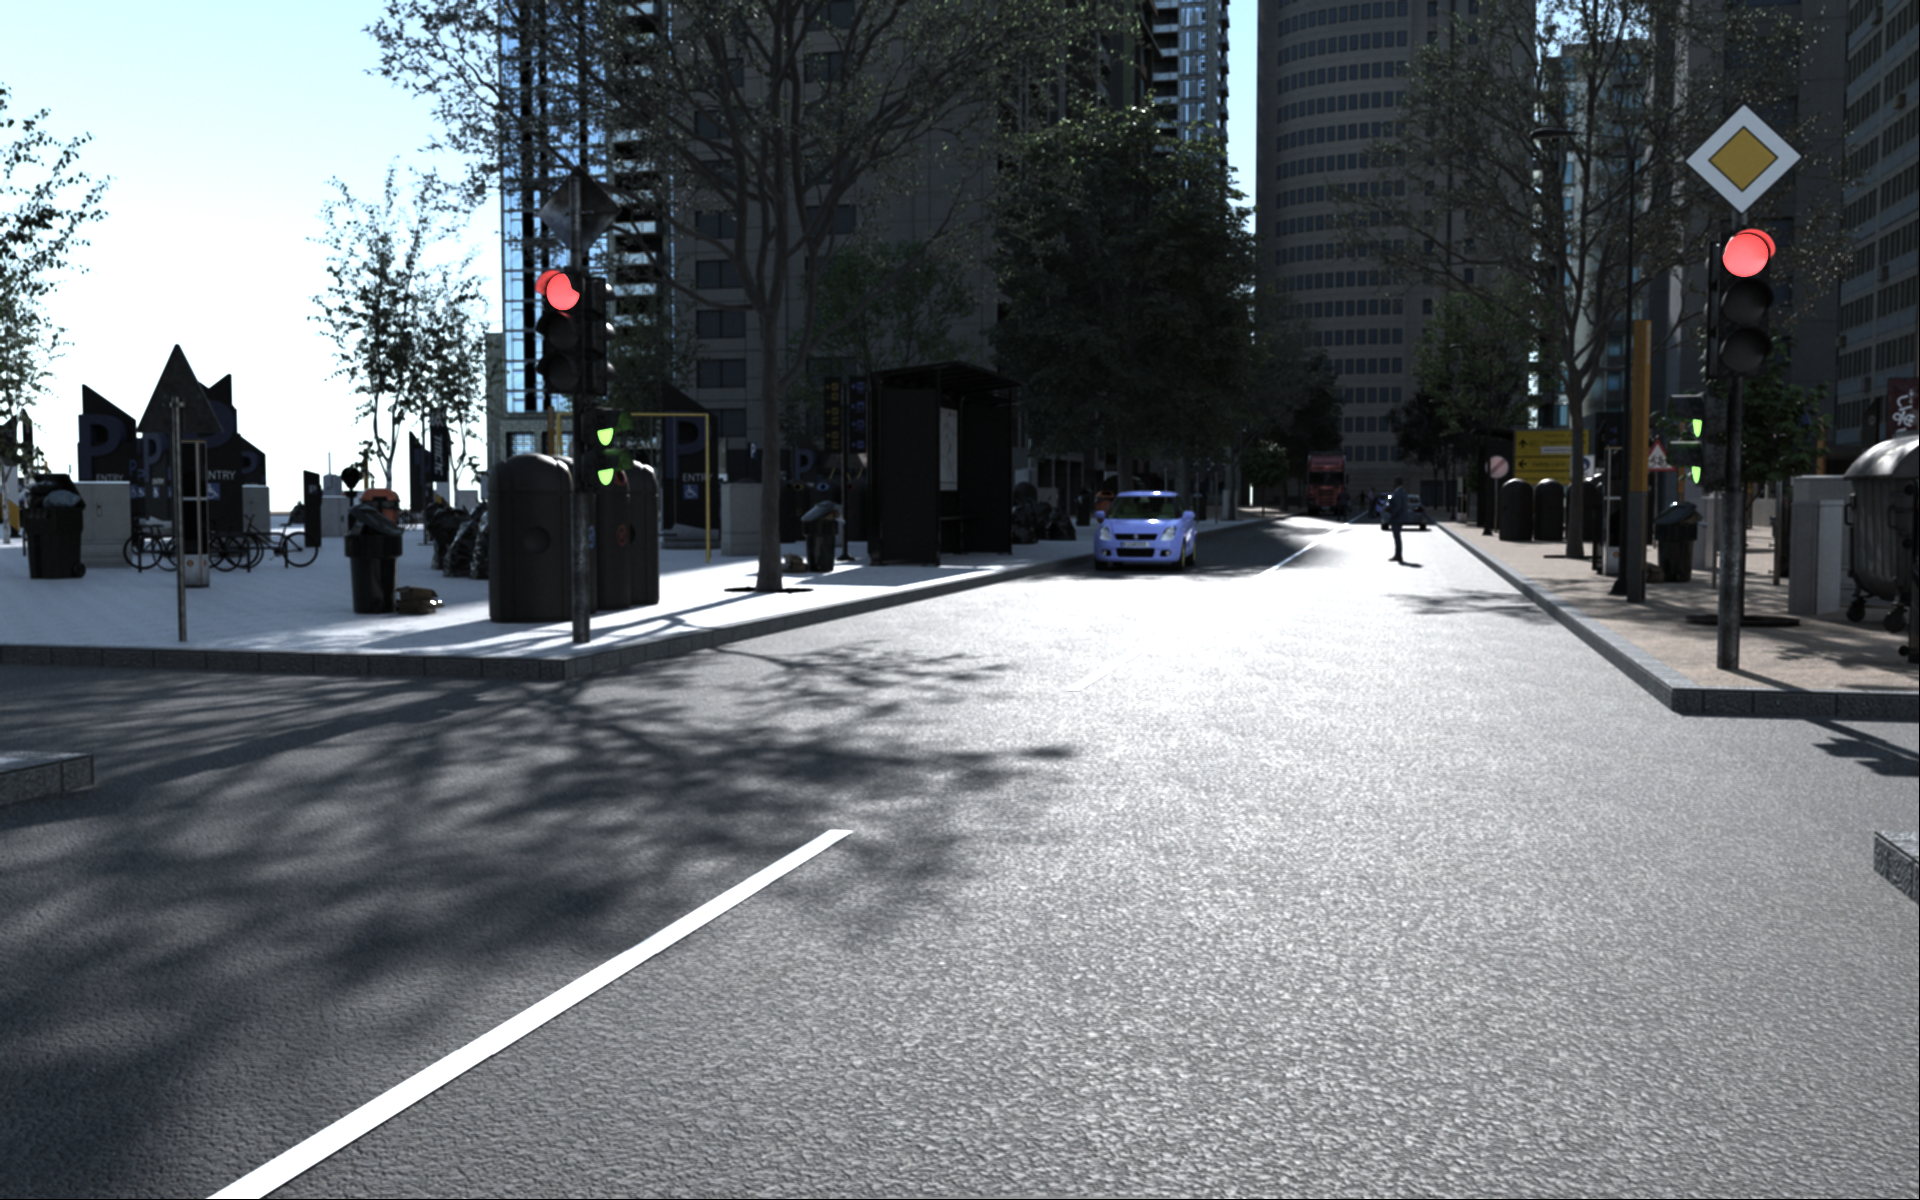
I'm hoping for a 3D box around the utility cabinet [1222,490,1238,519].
[{"bbox_3d":[13.604,-4.809,87.309,0.318,1.500,1.173,2,4,33],"label":"utility cabinet"}]

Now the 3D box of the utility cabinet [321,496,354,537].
[{"bbox_3d":[-18.600,-2.472,51.584,1.020,1.237,0.306,-1,4,-21],"label":"utility cabinet"}]

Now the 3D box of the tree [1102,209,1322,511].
[{"bbox_3d":[8.912,-9.253,69.420,7.486,12.596,7.792,0,3,0],"label":"tree"}]

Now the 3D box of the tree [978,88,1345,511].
[{"bbox_3d":[5.052,-8.977,53.427,9.857,13.997,8.962,0,3,0],"label":"tree"}]

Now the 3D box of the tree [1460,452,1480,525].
[{"bbox_3d":[21.397,-4.719,71.753,1.663,3.219,1.824,0,3,0],"label":"tree"}]

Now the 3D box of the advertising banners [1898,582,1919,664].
[{"bbox_3d":[7.293,-0.978,12.170,0.090,3.025,2.074,0,4,-3],"label":"advertising banners"}]

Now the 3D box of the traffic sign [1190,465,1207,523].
[{"bbox_3d":[10.481,-4.662,76.327,0.768,2.556,0.104,1,4,17],"label":"traffic sign"}]

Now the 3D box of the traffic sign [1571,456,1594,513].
[{"bbox_3d":[16.256,-2.639,45.277,0.606,2.300,0.079,1,4,16],"label":"traffic sign"}]

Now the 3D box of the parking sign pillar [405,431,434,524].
[{"bbox_3d":[-23.218,-5.272,74.667,1.447,3.967,1.447,1,4,11],"label":"parking sign pillar"}]

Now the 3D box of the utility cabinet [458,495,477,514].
[{"bbox_3d":[-23.527,-4.358,82.422,1.020,1.237,0.306,-1,4,-9],"label":"utility cabinet"}]

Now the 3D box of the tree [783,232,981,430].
[{"bbox_3d":[-3.101,-8.659,67.329,9.928,11.665,9.643,0,3,0],"label":"tree"}]

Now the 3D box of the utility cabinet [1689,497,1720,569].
[{"bbox_3d":[12.815,-1.147,29.912,0.306,1.237,1.020,2,4,33],"label":"utility cabinet"}]

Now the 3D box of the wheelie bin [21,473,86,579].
[{"bbox_3d":[-13.784,-1.128,26.359,0.980,1.594,0.693,1,4,17],"label":"wheelie bin"}]

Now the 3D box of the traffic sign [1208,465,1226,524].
[{"bbox_3d":[11.174,-4.604,75.377,0.768,2.556,0.104,1,4,17],"label":"traffic sign"}]

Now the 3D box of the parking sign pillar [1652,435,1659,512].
[{"bbox_3d":[31.396,-5.566,79.470,1.447,3.967,1.447,-1,4,-23],"label":"parking sign pillar"}]

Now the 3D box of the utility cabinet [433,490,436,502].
[{"bbox_3d":[-25.388,-4.593,83.782,1.173,1.500,0.318,-3,5,-44],"label":"utility cabinet"}]

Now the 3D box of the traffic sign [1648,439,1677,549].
[{"bbox_3d":[16.352,-2.488,40.676,0.884,2.594,0.081,1,4,16],"label":"traffic sign"}]

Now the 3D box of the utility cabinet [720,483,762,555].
[{"bbox_3d":[-4.474,-1.679,36.124,0.318,1.500,1.173,3,4,38],"label":"utility cabinet"}]

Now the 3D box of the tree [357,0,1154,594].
[{"bbox_3d":[-2.402,-6.856,22.463,12.009,13.543,11.850,0,3,0],"label":"tree"}]

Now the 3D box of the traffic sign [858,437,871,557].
[{"bbox_3d":[-1.821,-2.147,35.114,0.884,2.594,0.081,2,4,24],"label":"traffic sign"}]

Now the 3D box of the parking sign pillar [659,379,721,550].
[{"bbox_3d":[-6.322,-3.191,40.644,1.447,3.967,1.447,0,4,-7],"label":"parking sign pillar"}]

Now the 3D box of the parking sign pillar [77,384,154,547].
[{"bbox_3d":[-20.789,-3.289,42.246,1.447,3.967,1.447,0,4,5],"label":"parking sign pillar"}]

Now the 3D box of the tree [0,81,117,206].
[{"bbox_3d":[-13.896,-4.447,23.069,4.360,8.622,3.978,0,3,0],"label":"tree"}]

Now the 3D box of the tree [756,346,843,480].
[{"bbox_3d":[-8.120,-8.349,86.875,4.360,8.622,3.978,0,3,0],"label":"tree"}]

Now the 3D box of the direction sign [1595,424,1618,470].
[{"bbox_3d":[20.878,-3.914,55.985,0.379,3.537,0.876,-2,4,-29],"label":"direction sign"}]

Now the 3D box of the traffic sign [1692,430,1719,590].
[{"bbox_3d":[10.137,-1.348,23.218,0.795,2.450,0.064,1,4,20],"label":"traffic sign"}]

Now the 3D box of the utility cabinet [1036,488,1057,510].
[{"bbox_3d":[2.681,-3.081,59.057,1.173,1.500,0.318,-1,4,-12],"label":"utility cabinet"}]

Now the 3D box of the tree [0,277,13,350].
[{"bbox_3d":[-22.716,-5.318,37.313,4.737,8.622,4.395,0,3,0],"label":"tree"}]

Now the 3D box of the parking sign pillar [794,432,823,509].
[{"bbox_3d":[-6.557,-5.295,75.045,1.447,3.967,1.447,3,4,37],"label":"parking sign pillar"}]

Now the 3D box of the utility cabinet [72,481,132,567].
[{"bbox_3d":[-15.042,-1.308,30.068,1.173,1.500,0.318,-2,4,-25],"label":"utility cabinet"}]

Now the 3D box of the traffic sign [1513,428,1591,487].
[{"bbox_3d":[18.474,-3.685,54.123,2.265,3.308,0.079,1,4,21],"label":"traffic sign"}]

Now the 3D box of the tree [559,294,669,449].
[{"bbox_3d":[-12.571,-6.899,63.155,4.737,8.622,4.395,0,3,0],"label":"tree"}]

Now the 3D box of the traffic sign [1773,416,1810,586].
[{"bbox_3d":[11.452,-1.474,24.213,0.768,2.556,0.104,1,4,23],"label":"traffic sign"}]

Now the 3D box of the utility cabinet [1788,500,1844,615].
[{"bbox_3d":[9.254,-0.464,18.742,0.306,1.237,1.020,3,5,40],"label":"utility cabinet"}]

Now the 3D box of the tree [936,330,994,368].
[{"bbox_3d":[-0.279,-7.777,77.522,4.737,8.622,4.395,0,3,0],"label":"tree"}]

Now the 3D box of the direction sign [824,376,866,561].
[{"bbox_3d":[-2.211,-2.533,33.412,0.876,3.537,0.379,1,4,21],"label":"direction sign"}]

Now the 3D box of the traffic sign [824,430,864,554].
[{"bbox_3d":[-2.356,-2.142,35.029,0.884,2.594,0.081,1,4,21],"label":"traffic sign"}]

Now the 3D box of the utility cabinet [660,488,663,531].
[{"bbox_3d":[-9.930,-3.086,59.134,0.318,1.500,1.173,0,4,8],"label":"utility cabinet"}]

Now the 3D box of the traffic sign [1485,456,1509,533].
[{"bbox_3d":[17.785,-3.506,57.423,0.768,2.556,0.104,1,4,22],"label":"traffic sign"}]

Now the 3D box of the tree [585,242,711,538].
[{"bbox_3d":[-8.996,-6.096,50.032,4.360,8.622,3.978,0,3,0],"label":"tree"}]

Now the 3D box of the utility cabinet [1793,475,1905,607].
[{"bbox_3d":[10.181,-0.683,19.840,0.318,1.500,1.173,-3,5,-42],"label":"utility cabinet"}]

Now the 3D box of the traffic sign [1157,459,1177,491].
[{"bbox_3d":[7.582,-3.890,63.708,0.768,2.556,0.104,2,4,24],"label":"traffic sign"}]

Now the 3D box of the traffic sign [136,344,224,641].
[{"bbox_3d":[-6.774,-0.918,15.018,0.884,2.594,0.081,1,4,16],"label":"traffic sign"}]

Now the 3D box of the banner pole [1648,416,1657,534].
[{"bbox_3d":[21.979,-3.980,55.097,0.401,3.779,0.863,3,5,44],"label":"banner pole"}]

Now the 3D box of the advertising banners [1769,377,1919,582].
[{"bbox_3d":[13.462,-1.842,26.298,2.074,3.025,0.090,1,4,20],"label":"advertising banners"}]

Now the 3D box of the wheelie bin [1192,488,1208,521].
[{"bbox_3d":[11.616,-4.648,83.906,0.693,1.594,0.980,0,4,-2],"label":"wheelie bin"}]

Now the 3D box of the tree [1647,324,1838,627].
[{"bbox_3d":[7.625,-1.375,17.089,1.663,3.219,1.824,0,3,0],"label":"tree"}]

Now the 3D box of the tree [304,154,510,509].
[{"bbox_3d":[-12.638,-5.398,38.615,4.360,8.622,3.978,0,3,0],"label":"tree"}]

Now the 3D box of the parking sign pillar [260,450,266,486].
[{"bbox_3d":[-32.145,-5.506,78.496,1.447,3.967,1.447,1,4,11],"label":"parking sign pillar"}]

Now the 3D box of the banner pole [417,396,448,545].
[{"bbox_3d":[-13.331,-3.290,43.805,0.863,3.779,0.401,-3,5,-40],"label":"banner pole"}]

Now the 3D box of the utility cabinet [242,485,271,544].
[{"bbox_3d":[-18.165,-2.163,44.045,0.318,1.500,1.173,3,5,40],"label":"utility cabinet"}]

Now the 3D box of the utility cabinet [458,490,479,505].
[{"bbox_3d":[-25.438,-4.932,89.309,1.173,1.500,0.318,-1,4,-15],"label":"utility cabinet"}]

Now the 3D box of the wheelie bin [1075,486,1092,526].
[{"bbox_3d":[4.973,-3.781,69.721,0.693,1.594,0.980,0,4,2],"label":"wheelie bin"}]
